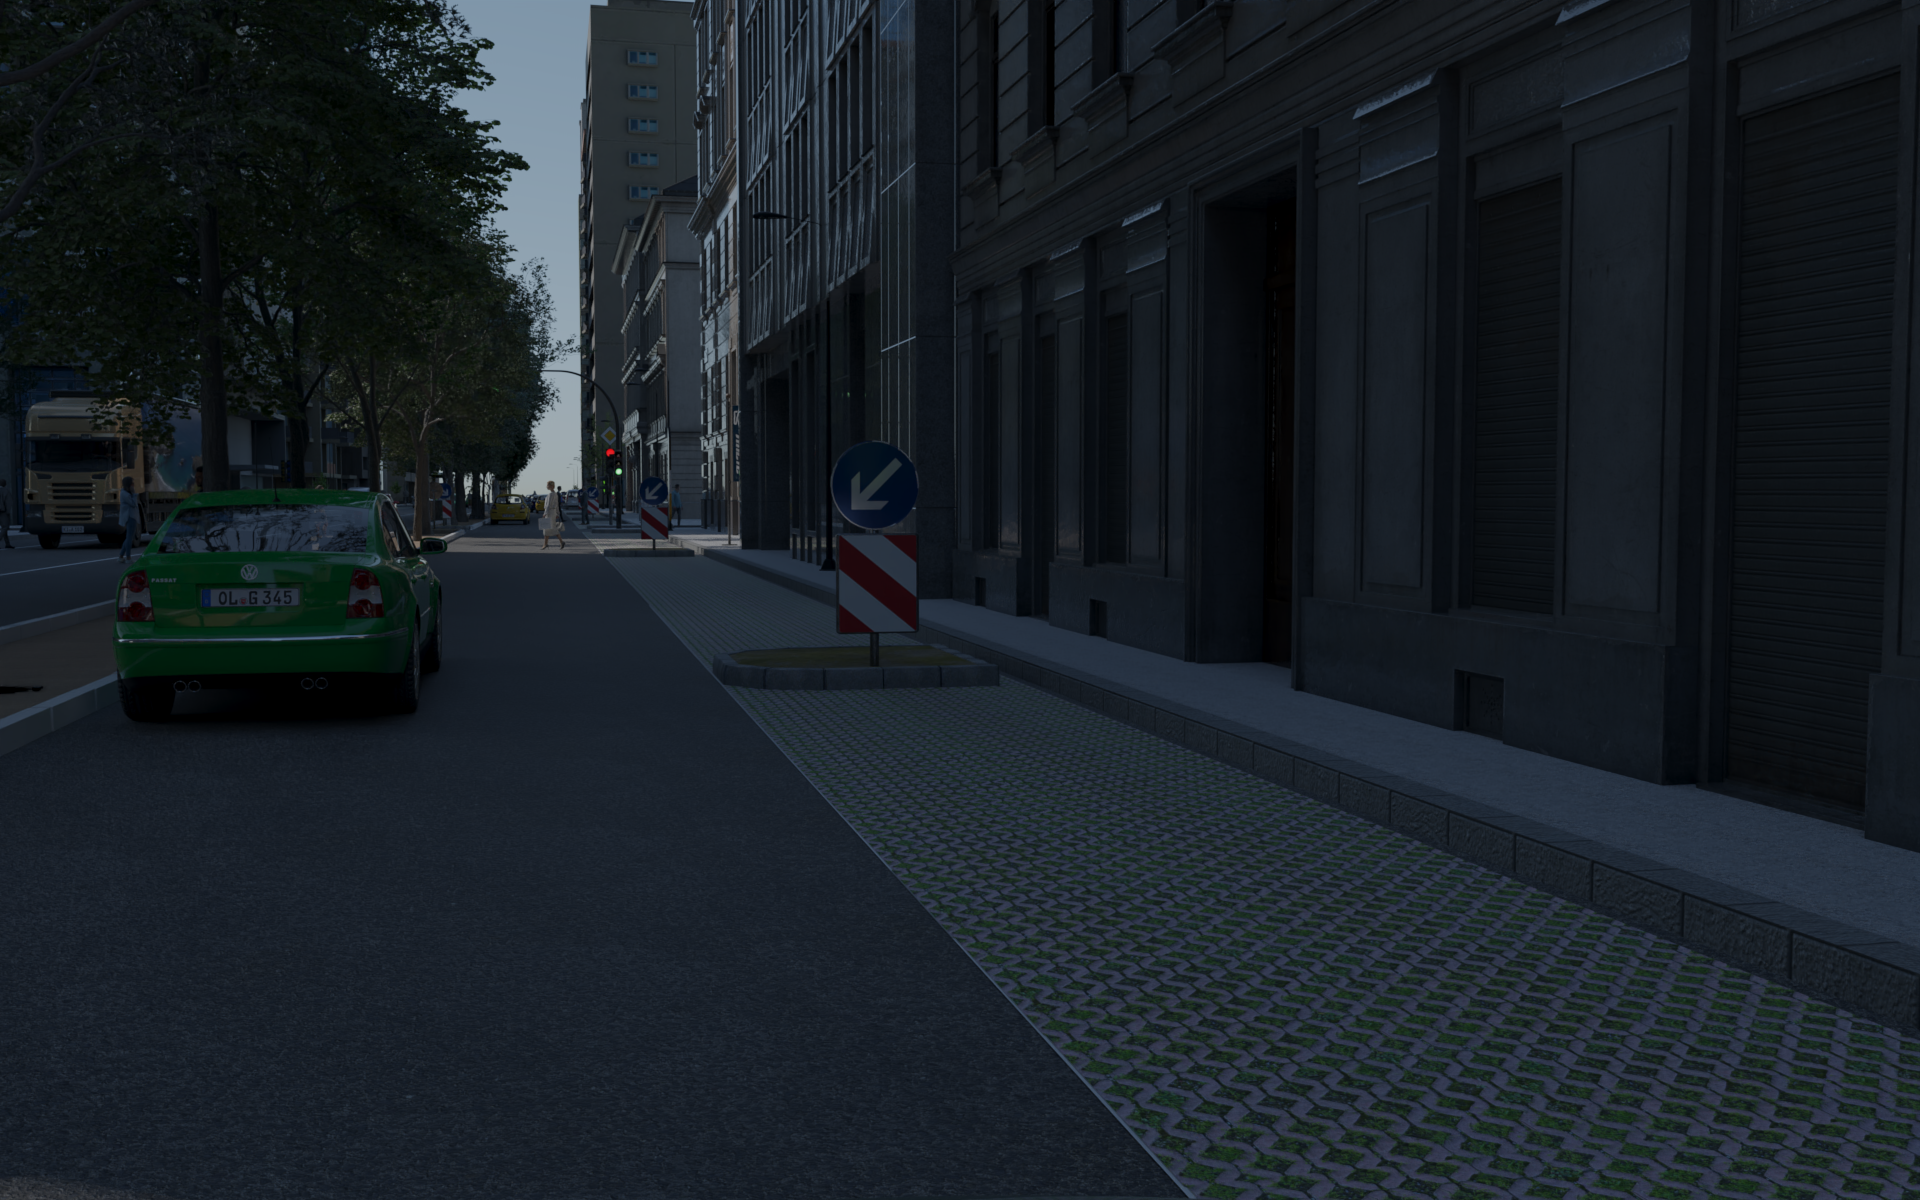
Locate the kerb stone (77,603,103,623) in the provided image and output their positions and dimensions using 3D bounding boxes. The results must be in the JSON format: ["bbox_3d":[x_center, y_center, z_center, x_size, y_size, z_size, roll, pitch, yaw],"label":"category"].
[{"bbox_3d":[-9.836,0.170,19.424,0.120,0.150,1.000,-1,4,-13],"label":"kerb stone"}]

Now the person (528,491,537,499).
[{"bbox_3d":[-37.297,-8.731,151.978,1.217,1.736,0.721,0,4,-6],"label":"person"}]

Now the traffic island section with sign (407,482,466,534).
[{"bbox_3d":[-19.123,-3.344,62.810,2.006,1.907,1.989,-1,4,-13],"label":"traffic island section with sign"}]

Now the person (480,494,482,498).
[{"bbox_3d":[-55.582,-11.761,200.429,0.705,1.869,1.348,-2,4,-32],"label":"person"}]

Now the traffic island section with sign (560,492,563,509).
[{"bbox_3d":[-37.948,-9.810,169.020,1.989,1.847,2.006,-1,4,-13],"label":"traffic island section with sign"}]

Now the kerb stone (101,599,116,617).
[{"bbox_3d":[-10.076,0.108,20.425,0.120,0.150,1.000,-1,4,-13],"label":"kerb stone"}]

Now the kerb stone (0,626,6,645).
[{"bbox_3d":[-9.131,0.352,16.436,0.120,0.150,1.000,-1,4,-13],"label":"kerb stone"}]

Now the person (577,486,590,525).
[{"bbox_3d":[-17.483,-4.381,80.309,0.590,1.801,0.661,-1,4,-10],"label":"person"}]

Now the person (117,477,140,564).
[{"bbox_3d":[-17.176,-1.650,35.746,0.793,1.790,0.793,2,4,31],"label":"person"}]

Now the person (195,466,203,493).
[{"bbox_3d":[-10.556,-0.966,24.282,0.713,1.824,0.794,-1,4,-13],"label":"person"}]

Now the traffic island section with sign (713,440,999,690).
[{"bbox_3d":[-0.902,-0.300,13.538,1.989,1.847,2.006,-1,4,-13],"label":"traffic island section with sign"}]

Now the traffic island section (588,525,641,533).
[{"bbox_3d":[-12.610,-2.558,64.109,2.009,0.180,2.903,-1,4,-13],"label":"traffic island section"}]

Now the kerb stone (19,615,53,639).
[{"bbox_3d":[-9.365,0.291,17.431,0.120,0.150,1.000,-1,4,-13],"label":"kerb stone"}]

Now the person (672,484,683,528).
[{"bbox_3d":[-11.500,-3.769,69.988,0.748,1.841,0.638,3,4,36],"label":"person"}]

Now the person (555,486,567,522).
[{"bbox_3d":[-20.388,-4.885,88.142,0.755,1.850,0.659,0,4,-8],"label":"person"}]

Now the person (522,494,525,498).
[{"bbox_3d":[-49.716,-11.359,197.459,0.421,1.427,0.697,1,4,18],"label":"person"}]

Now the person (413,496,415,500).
[{"bbox_3d":[-51.217,-9.518,164.054,1.348,1.831,0.705,1,4,12],"label":"person"}]

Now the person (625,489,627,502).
[{"bbox_3d":[-30.153,-9.203,157.236,0.721,1.735,1.217,-3,4,-37],"label":"person"}]

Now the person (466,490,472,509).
[{"bbox_3d":[-48.233,-9.907,170.485,1.348,1.824,0.705,1,4,13],"label":"person"}]

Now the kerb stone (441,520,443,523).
[{"bbox_3d":[-25.162,-3.766,83.767,0.120,0.150,1.000,-1,4,-13],"label":"kerb stone"}]

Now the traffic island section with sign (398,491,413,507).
[{"bbox_3d":[-60.876,-11.124,190.512,1.989,1.847,2.006,-1,4,-13],"label":"traffic island section with sign"}]

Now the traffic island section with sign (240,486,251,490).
[{"bbox_3d":[-36.710,-4.920,89.067,1.989,1.847,2.006,-1,4,-13],"label":"traffic island section with sign"}]

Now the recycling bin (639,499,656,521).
[{"bbox_3d":[-14.775,-4.239,81.869,0.722,1.027,0.722,-1,4,-19],"label":"recycling bin"}]

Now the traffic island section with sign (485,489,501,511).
[{"bbox_3d":[-38.254,-8.256,143.116,2.006,1.907,1.989,-1,4,-13],"label":"traffic island section with sign"}]

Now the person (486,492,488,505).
[{"bbox_3d":[-62.440,-13.463,229.136,0.721,1.766,1.217,-1,4,-9],"label":"person"}]

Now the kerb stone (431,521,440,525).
[{"bbox_3d":[-24.455,-3.583,80.784,0.120,0.150,1.000,-1,4,-13],"label":"kerb stone"}]

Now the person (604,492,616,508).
[{"bbox_3d":[-31.783,-9.213,156.695,1.348,1.821,0.705,1,4,20],"label":"person"}]

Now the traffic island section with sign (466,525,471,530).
[{"bbox_3d":[-20.830,-3.785,70.018,2.006,1.907,1.989,-1,4,-13],"label":"traffic island section with sign"}]

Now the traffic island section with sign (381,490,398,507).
[{"bbox_3d":[-54.447,-9.476,163.555,1.989,1.847,2.006,-1,4,-13],"label":"traffic island section with sign"}]

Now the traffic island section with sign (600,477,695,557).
[{"bbox_3d":[-7.216,-1.918,39.986,1.989,1.847,2.006,-1,4,-13],"label":"traffic island section with sign"}]

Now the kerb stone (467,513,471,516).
[{"bbox_3d":[-33.253,-5.841,117.690,0.120,0.150,1.000,-1,4,-13],"label":"kerb stone"}]

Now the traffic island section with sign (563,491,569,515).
[{"bbox_3d":[-26.191,-6.791,119.659,1.989,1.847,2.006,-1,4,-13],"label":"traffic island section with sign"}]

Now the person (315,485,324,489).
[{"bbox_3d":[-19.572,-2.659,52.971,0.522,1.701,0.512,-1,4,-11],"label":"person"}]

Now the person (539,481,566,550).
[{"bbox_3d":[-10.514,-2.190,44.662,0.624,1.780,0.694,1,4,20],"label":"person"}]

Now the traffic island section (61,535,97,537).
[{"bbox_3d":[-29.773,-2.309,60.040,2.009,0.180,2.903,-1,4,-13],"label":"traffic island section"}]

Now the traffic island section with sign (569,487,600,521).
[{"bbox_3d":[-19.853,-5.165,93.078,1.989,1.847,2.006,-1,4,-13],"label":"traffic island section with sign"}]

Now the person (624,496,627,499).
[{"bbox_3d":[-28.485,-8.553,149.104,0.991,1.433,0.599,-1,4,-19],"label":"person"}]

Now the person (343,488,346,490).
[{"bbox_3d":[-52.100,-8.568,146.578,0.568,1.767,0.683,-1,4,-19],"label":"person"}]

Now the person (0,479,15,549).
[{"bbox_3d":[-24.856,-2.227,45.008,0.679,1.850,0.850,1,4,15],"label":"person"}]

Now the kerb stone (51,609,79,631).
[{"bbox_3d":[-9.599,0.233,18.426,0.120,0.150,1.000,-1,4,-13],"label":"kerb stone"}]

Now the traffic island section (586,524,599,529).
[{"bbox_3d":[-14.460,-3.033,71.877,2.009,0.180,2.903,-1,4,-13],"label":"traffic island section"}]
